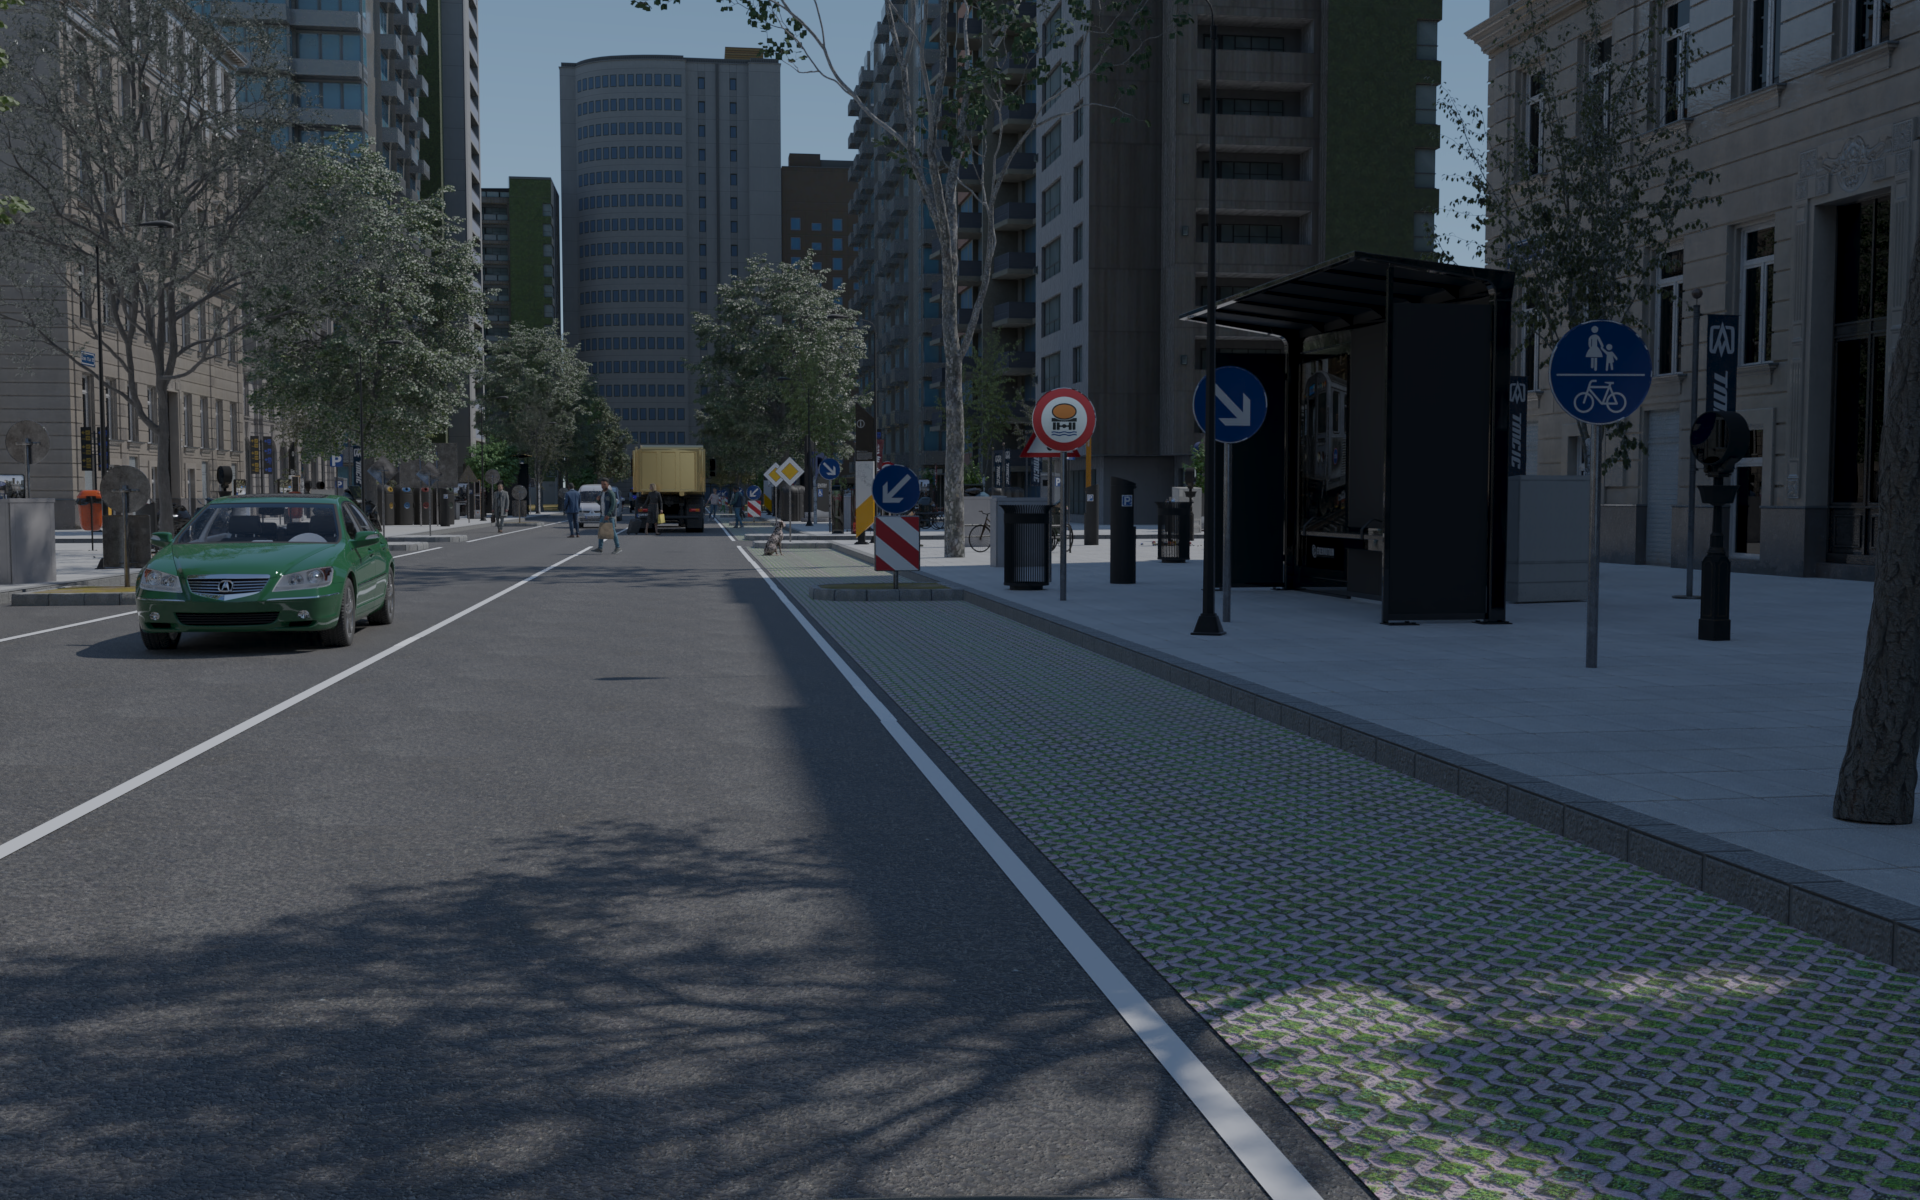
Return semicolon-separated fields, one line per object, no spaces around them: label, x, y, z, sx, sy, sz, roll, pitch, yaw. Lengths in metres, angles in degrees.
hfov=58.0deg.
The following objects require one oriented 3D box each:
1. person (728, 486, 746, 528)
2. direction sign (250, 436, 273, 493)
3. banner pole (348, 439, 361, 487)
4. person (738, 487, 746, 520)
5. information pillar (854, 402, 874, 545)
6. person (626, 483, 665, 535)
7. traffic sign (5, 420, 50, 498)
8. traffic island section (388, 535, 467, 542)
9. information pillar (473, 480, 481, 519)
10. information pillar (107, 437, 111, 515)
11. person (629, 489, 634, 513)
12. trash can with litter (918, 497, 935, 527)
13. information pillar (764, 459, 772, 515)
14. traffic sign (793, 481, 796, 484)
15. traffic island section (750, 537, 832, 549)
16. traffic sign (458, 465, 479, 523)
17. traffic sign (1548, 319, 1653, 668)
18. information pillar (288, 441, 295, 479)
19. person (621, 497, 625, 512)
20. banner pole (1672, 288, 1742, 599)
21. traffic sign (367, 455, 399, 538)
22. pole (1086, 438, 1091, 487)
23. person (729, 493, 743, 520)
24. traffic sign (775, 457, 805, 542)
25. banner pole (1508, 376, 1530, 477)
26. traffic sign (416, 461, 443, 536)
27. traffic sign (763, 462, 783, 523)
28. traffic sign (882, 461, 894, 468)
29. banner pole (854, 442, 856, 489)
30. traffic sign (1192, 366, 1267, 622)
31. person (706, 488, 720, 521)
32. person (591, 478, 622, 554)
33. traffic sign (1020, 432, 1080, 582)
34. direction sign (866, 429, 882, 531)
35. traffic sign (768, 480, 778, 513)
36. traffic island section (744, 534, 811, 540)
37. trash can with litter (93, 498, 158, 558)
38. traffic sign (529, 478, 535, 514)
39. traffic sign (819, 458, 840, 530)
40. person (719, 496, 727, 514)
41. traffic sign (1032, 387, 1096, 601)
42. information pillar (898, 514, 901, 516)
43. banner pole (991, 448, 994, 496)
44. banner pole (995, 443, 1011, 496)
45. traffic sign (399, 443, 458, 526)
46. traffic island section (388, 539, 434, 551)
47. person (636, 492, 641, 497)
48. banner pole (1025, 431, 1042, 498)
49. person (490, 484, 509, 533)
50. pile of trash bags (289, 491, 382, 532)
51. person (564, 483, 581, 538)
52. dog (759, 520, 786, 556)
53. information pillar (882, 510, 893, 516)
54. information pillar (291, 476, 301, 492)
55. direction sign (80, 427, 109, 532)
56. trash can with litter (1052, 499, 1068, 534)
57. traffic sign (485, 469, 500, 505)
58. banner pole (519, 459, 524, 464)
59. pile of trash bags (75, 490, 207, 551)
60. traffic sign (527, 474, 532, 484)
person;-9.263;-3.858;71.919;0.721;1.781;0.623;0;4;-5
direction sign;-27.240;-4.623;67.588;0.379;3.537;0.876;3;5;39
banner pole;-27.598;-5.444;79.028;0.863;3.779;0.401;-1;4;-20
person;-12.210;-5.361;96.178;0.660;1.820;0.620;3;4;38
information pillar;-2.422;-3.214;43.911;0.504;3.616;0.183;1;4;15
person;-10.979;-3.177;60.666;1.509;1.804;0.699;3;5;44
traffic sign;-16.011;-1.814;29.758;0.768;2.556;0.104;0;4;0
traffic island section;-16.169;-1.867;52.804;2.009;0.180;2.903;-1;4;-9
information pillar;-24.903;-5.186;89.281;0.304;2.012;0.304;-2;4;-28
information pillar;-30.371;-4.303;61.704;0.183;3.616;0.504;-1;4;-14
person;-25.014;-7.546;131.868;0.705;1.826;1.348;-1;4;-12
trash can with litter;-1.371;-3.407;67.090;0.624;1.170;1.055;1;4;13
information pillar;-11.707;-6.982;105.509;0.504;3.616;0.183;-2;4;-28
traffic sign;-10.358;-6.461;105.740;0.768;2.556;0.104;0;3;0
traffic island section;-4.535;-1.482;46.504;2.009;0.180;2.903;-1;4;-9
traffic sign;-21.823;-4.704;76.915;0.884;2.594;0.081;0;4;-7
traffic sign;4.669;-0.772;12.728;0.768;2.556;0.104;0;4;-2
information pillar;-29.676;-5.236;76.955;0.183;3.616;0.504;0;4;1
person;-27.766;-7.946;141.643;0.697;1.427;0.421;2;4;26
banner pole;9.183;-1.909;21.237;0.863;3.779;0.401;-1;4;-17
traffic sign;-14.933;-2.521;44.853;0.795;2.450;0.064;-1;4;-9
pole;4.112;-3.769;55.471;0.158;3.312;0.155;0;3;0
person;-12.253;-5.228;94.465;0.782;1.767;0.515;2;4;29
traffic sign;-4.557;-2.617;46.423;0.795;2.450;0.064;-1;4;-9
banner pole;10.239;-2.584;32.271;0.863;3.779;0.401;-1;4;-23
traffic sign;-16.147;-3.003;52.746;0.795;2.450;0.064;-1;4;-9
traffic sign;-5.772;-3.099;54.316;0.795;2.450;0.064;-1;4;-9
traffic sign;-2.818;-4.121;67.481;0.768;2.556;0.104;0;4;-5
banner pole;-4.996;-5.717;83.488;0.401;3.779;0.863;-1;4;-16
traffic sign;2.676;-1.052;17.311;0.768;2.556;0.104;-1;4;-8
person;-13.007;-4.983;90.651;0.731;1.740;0.598;-3;5;-42
person;-8.420;-2.009;41.333;0.713;1.824;0.794;-2;4;-29
traffic sign;1.304;-1.539;25.162;0.884;2.594;0.081;0;4;-2
direction sign;-3.158;-4.171;60.195;0.876;3.537;0.379;0;4;-8
traffic sign;-10.989;-6.091;101.713;0.606;2.300;0.079;0;4;0
traffic island section;-5.750;-1.964;54.396;2.009;0.180;2.903;-1;4;-9
trash can with litter;-16.296;-1.473;35.145;2.233;1.210;1.678;1;4;22
traffic sign;-27.887;-6.744;112.392;0.606;2.300;0.079;0;4;-7
traffic sign;-4.627;-3.757;61.535;0.768;2.556;0.104;0;4;-2
person;-17.157;-6.884;125.301;0.590;1.304;0.306;2;4;29
traffic sign;1.243;-1.265;20.784;0.768;2.556;0.104;0;4;0
information pillar;-2.531;-3.990;69.724;0.304;2.012;0.304;-2;4;-24
banner pole;1.938;-6.308;93.152;0.863;3.779;0.401;-2;4;-34
banner pole;2.236;-5.764;84.259;0.401;3.779;0.863;-2;4;-31
traffic sign;-21.182;-4.598;69.046;2.265;3.308;0.079;0;4;-7
traffic island section;-14.955;-1.384;44.912;2.009;0.180;2.903;-1;4;-9
person;-16.463;-4.941;89.469;0.473;1.802;0.592;2;4;27
banner pole;2.901;-4.846;69.256;0.863;3.779;0.401;0;4;1
person;-17.132;-3.414;64.418;0.694;1.812;0.767;0;4;4
pile of trash bags;-21.217;-2.975;58.401;3.447;1.369;1.912;1;4;15
person;-12.727;-2.952;56.955;0.419;1.800;0.721;3;4;37
dog;-4.437;-1.429;40.202;0.800;0.831;0.513;-1;4;-8
information pillar;-2.358;-3.214;57.043;0.304;2.012;0.304;2;4;30
information pillar;-26.916;-4.021;70.241;0.304;2.012;0.304;-1;4;-11
direction sign;-29.162;-4.064;58.436;0.876;3.537;0.379;0;4;-6
trash can with litter;2.932;-2.705;55.619;1.055;1.170;0.624;0;4;1
traffic sign;-24.000;-5.432;88.919;0.768;2.556;0.104;0;4;-5
banner pole;-28.857;-7.576;113.879;0.401;3.779;0.863;1;4;14
pile of trash bags;-18.523;-1.854;40.058;3.447;1.369;1.912;-2;4;-29
traffic sign;-26.797;-6.523;106.762;0.768;2.556;0.104;0;4;-8
